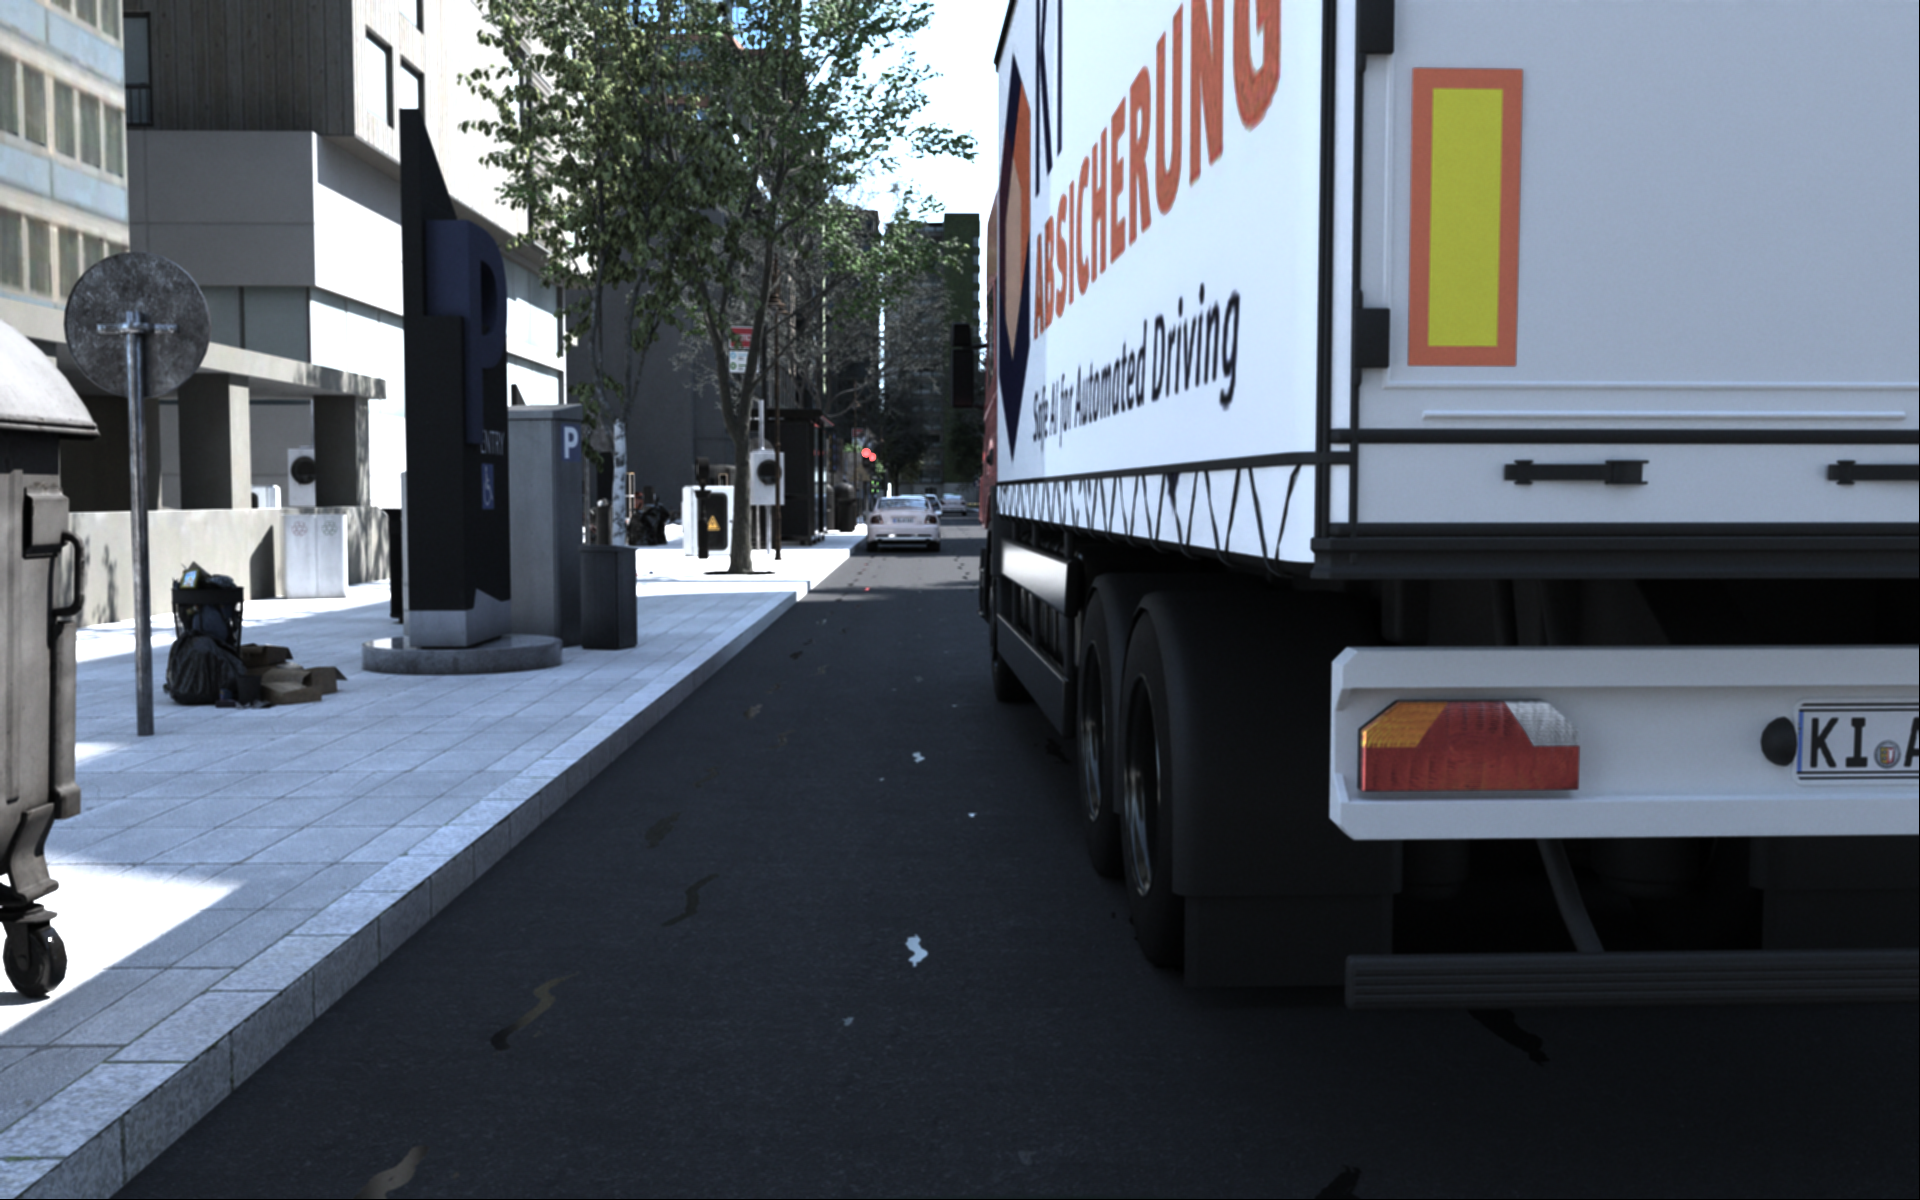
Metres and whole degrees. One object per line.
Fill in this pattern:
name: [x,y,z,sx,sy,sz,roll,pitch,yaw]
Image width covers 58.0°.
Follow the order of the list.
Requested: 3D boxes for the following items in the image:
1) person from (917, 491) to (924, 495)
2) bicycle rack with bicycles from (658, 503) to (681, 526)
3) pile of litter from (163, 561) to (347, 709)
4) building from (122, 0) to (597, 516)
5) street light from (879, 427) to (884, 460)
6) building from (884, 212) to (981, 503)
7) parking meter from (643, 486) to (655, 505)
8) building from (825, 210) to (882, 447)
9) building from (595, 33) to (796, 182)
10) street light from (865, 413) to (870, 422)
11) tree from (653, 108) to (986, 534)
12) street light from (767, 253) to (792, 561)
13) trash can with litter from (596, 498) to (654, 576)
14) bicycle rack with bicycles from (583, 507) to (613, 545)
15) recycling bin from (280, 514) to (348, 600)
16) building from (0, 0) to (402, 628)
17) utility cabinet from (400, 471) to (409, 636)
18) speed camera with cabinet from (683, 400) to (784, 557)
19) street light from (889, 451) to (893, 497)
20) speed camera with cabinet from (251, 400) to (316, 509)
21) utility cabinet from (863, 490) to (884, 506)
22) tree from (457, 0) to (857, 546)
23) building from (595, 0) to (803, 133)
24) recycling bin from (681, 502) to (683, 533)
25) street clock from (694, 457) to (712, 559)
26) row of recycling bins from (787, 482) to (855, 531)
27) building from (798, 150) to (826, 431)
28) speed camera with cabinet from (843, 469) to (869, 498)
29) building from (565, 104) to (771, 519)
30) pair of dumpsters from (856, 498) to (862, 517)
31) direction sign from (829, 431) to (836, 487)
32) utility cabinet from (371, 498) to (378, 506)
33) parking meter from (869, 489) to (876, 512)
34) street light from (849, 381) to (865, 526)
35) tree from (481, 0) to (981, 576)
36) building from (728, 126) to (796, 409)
person: [-3.986,-10.040,173.459,0.742,1.727,0.445,0,4,1]
bicycle rack with bicycles: [-11.378,-3.496,70.536,2.925,0.926,2.852,1,4,21]
pile of litter: [-4.562,0.174,11.127,1.176,0.858,1.719,-1,4,-10]
building: [-25.714,-28.039,47.674,27.495,52.752,28.713,0,4,-1]
street light: [-5.310,-8.791,116.527,0.468,5.910,1.993,0,4,-1]
building: [-4.152,-34.837,253.175,14.086,41.232,14.154,0,4,-1]
parking meter: [-9.761,-2.810,54.361,0.372,1.533,0.369,0,3,0]
building: [-26.106,-36.822,256.656,28.867,44.769,22.147,0,4,-1]
building: [-26.022,-31.417,168.290,22.147,44.769,28.867,0,4,-1]
street light: [-4.442,-6.588,80.493,0.468,5.910,1.993,0,4,-1]
tree: [-4.585,-8.871,55.407,12.009,13.543,11.850,0,3,0]
street light: [-3.520,-3.703,33.340,0.468,5.910,1.993,0,4,-1]
trash can with litter: [-5.651,-0.994,27.313,1.678,1.210,2.233,-1,4,-21]
bicycle rack with bicycles: [-9.771,-1.676,40.790,2.925,0.926,2.852,2,4,27]
recycling bin: [-7.984,-0.541,21.396,0.722,1.027,0.722,-2,4,-25]
building: [-24.623,-20.020,19.209,32.217,40.220,23.993,0,4,-1]
utility cabinet: [-4.443,-0.430,15.718,1.173,1.500,0.318,-3,5,-40]
speed camera with cabinet: [-4.693,-2.543,35.913,2.038,3.252,0.660,-2,4,-27]
street light: [-6.080,-10.995,152.563,0.468,5.910,1.993,0,4,-1]
speed camera with cabinet: [-13.289,-2.404,33.639,2.038,3.252,0.660,0,4,2]
utility cabinet: [-4.941,-5.498,98.565,1.173,1.500,0.318,1,4,10]
tree: [-3.443,-4.148,18.186,4.737,8.622,4.395,0,3,0]
building: [-31.147,-54.895,210.197,31.000,86.520,22.319,0,4,-1]
recycling bin: [-8.829,-2.736,57.285,0.722,1.027,0.722,0,4,-5]
street clock: [-5.076,-1.811,34.184,0.358,2.002,0.471,-1,4,-14]
row of recycling bins: [-5.227,-3.285,60.828,3.534,1.692,1.069,-2,4,-35]
building: [-22.197,-31.008,190.577,14.154,41.232,14.086,0,4,-1]
speed camera with cabinet: [-5.802,-5.973,91.995,2.038,3.252,0.660,2,4,32]
building: [-19.388,-17.291,101.778,14.314,24.678,30.058,0,4,-1]
pair of dumpsters: [-6.196,-5.696,95.627,1.574,2.255,4.437,0,4,-1]
direction sign: [-4.623,-4.331,62.806,0.379,3.537,0.876,-1,4,-20]
utility cabinet: [-11.891,-1.410,34.213,0.306,1.237,1.020,1,4,14]
parking meter: [-4.376,-4.783,86.621,0.372,1.533,0.369,0,3,0]
street light: [-4.195,-5.908,69.378,0.468,5.910,1.993,0,4,-1]
tree: [-3.541,-6.203,27.169,9.928,11.665,9.643,0,3,0]
building: [-23.588,-20.152,133.999,19.350,26.468,34.151,0,4,-1]
